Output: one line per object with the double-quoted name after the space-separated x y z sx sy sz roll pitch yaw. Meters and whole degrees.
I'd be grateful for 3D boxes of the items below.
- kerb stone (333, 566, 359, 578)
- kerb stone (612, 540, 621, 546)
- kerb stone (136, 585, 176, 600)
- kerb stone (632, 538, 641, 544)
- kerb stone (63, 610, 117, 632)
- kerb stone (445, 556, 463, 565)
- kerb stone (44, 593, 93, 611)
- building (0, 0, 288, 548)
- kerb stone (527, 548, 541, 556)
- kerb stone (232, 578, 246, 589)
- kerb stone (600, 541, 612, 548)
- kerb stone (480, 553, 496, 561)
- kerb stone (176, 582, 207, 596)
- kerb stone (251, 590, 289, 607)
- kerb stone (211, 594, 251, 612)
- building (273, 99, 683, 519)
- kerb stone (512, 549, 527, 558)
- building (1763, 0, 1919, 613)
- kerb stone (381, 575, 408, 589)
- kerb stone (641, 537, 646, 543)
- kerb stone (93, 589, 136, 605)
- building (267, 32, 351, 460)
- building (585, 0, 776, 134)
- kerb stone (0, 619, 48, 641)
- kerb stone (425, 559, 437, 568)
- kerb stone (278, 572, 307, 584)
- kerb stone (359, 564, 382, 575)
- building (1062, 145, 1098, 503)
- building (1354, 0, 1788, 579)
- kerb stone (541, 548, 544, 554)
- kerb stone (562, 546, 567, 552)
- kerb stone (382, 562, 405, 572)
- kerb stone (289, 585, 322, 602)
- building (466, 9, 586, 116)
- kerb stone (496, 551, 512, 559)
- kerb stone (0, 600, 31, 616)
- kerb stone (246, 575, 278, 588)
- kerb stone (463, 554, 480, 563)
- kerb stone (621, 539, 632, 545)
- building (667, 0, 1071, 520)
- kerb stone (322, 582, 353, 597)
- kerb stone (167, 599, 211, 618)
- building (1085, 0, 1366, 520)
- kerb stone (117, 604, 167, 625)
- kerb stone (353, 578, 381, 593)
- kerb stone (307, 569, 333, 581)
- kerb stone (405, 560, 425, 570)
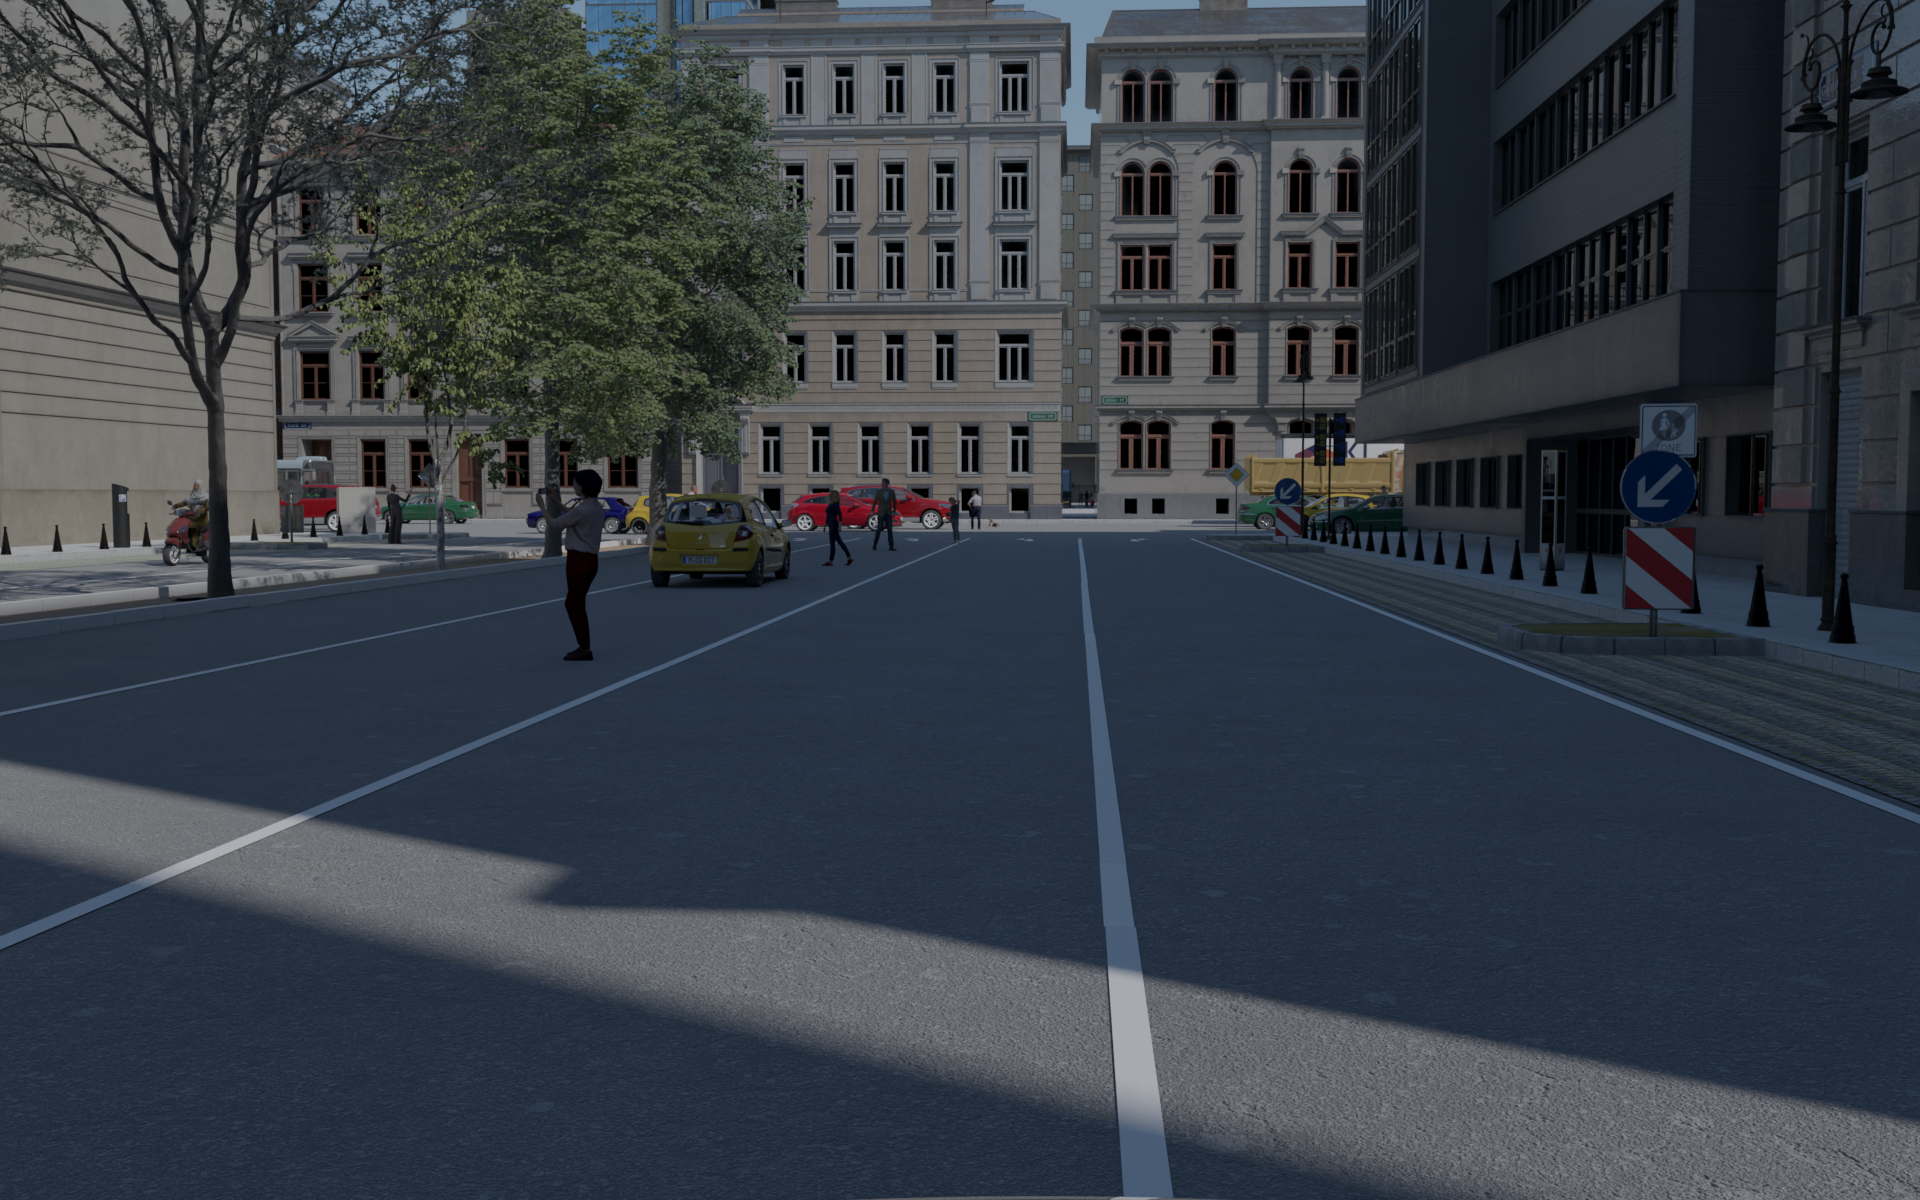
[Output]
-10.657 -0.466 29.814 0.120 0.150 1.000 0 4 4 "kerb stone"
-9.498 -1.533 47.266 0.120 0.150 1.000 0 4 4 "kerb stone"
-11.067 -0.089 23.658 0.120 0.150 1.000 0 4 4 "kerb stone"
-9.349 -1.655 49.331 0.120 0.150 1.000 0 4 4 "kerb stone"
-9.312 0.239 18.392 0.120 0.150 1.000 0 4 4 "kerb stone"
-10.312 -0.780 34.943 0.120 0.150 1.000 0 4 4 "kerb stone"
-11.196 0.036 21.605 0.120 0.150 1.000 0 4 4 "kerb stone"
-36.602 -13.184 48.850 30.059 22.955 16.112 0 4 4 "building"
-9.973 -1.093 40.071 0.120 0.150 1.000 0 4 4 "kerb stone"
-10.934 -0.215 25.711 0.120 0.150 1.000 0 4 4 "kerb stone"
-9.562 -1.469 46.241 0.120 0.150 1.000 0 4 4 "kerb stone"
-10.181 -0.903 36.991 0.120 0.150 1.000 0 4 4 "kerb stone"
-11.003 -0.152 24.682 0.120 0.150 1.000 0 4 4 "kerb stone"
-9.033 -0.013 22.488 0.120 0.150 1.000 0 4 4 "kerb stone"
-9.116 0.045 21.464 0.120 0.150 1.000 0 4 4 "kerb stone"
-24.972 -15.750 93.669 21.152 22.565 11.583 0 4 4 "building"
-10.045 -1.030 39.048 0.120 0.150 1.000 0 4 4 "kerb stone"
15.465 -12.993 9.700 12.463 27.353 25.104 0 4 4 "building"
-8.765 -0.268 26.585 0.120 0.150 1.000 0 4 4 "kerb stone"
-9.286 -1.722 50.355 0.120 0.150 1.000 0 4 4 "kerb stone"
-11.132 -0.027 22.633 0.120 0.150 1.000 0 4 4 "kerb stone"
-45.531 -18.923 95.297 20.117 28.700 13.634 0 4 4 "building"
-23.984 -52.166 165.590 22.319 86.520 31.000 0 4 4 "building"
-9.374 0.295 17.368 0.120 0.150 1.000 0 4 4 "kerb stone"
-10.379 -0.717 33.911 0.120 0.150 1.000 0 4 4 "kerb stone"
-10.786 -0.341 27.764 0.120 0.150 1.000 0 4 4 "kerb stone"
-10.594 -0.529 30.838 0.120 0.150 1.000 0 4 4 "kerb stone"
16.009 -40.960 258.931 27.495 52.752 28.713 0 4 4 "building"
18.060 -13.341 37.200 14.314 24.678 30.058 0 4 4 "building"
-9.895 -1.153 41.109 0.120 0.150 1.000 0 4 4 "kerb stone"
-9.763 -1.282 43.168 0.120 0.150 1.000 0 4 4 "kerb stone"
-10.518 -0.591 31.863 0.120 0.150 1.000 0 4 4 "kerb stone"
-8.973 -0.074 23.512 0.120 0.150 1.000 0 4 4 "kerb stone"
-60.377 -50.206 259.118 20.611 71.187 20.563 0 4 4 "building"
-10.120 -0.968 38.016 0.120 0.150 1.000 0 4 4 "kerb stone"
-11.270 0.099 20.577 0.120 0.150 1.000 0 4 4 "kerb stone"
-10.861 -0.278 26.741 0.120 0.150 1.000 0 4 4 "kerb stone"
-10.244 -0.842 35.967 0.120 0.150 1.000 0 4 4 "kerb stone"
-9.416 -1.596 48.289 0.120 0.150 1.000 0 4 4 "kerb stone"
-4.149 -18.787 93.074 20.117 28.700 13.634 0 4 4 "building"
-8.910 -0.143 24.536 0.120 0.150 1.000 0 4 4 "kerb stone"
-9.174 0.110 20.440 0.120 0.150 1.000 0 4 4 "kerb stone"
18.449 -18.638 92.115 23.554 28.519 14.401 0 4 4 "building"
-9.243 0.170 19.416 0.120 0.150 1.000 0 4 4 "kerb stone"
-8.838 -0.206 25.560 0.120 0.150 1.000 0 4 4 "kerb stone"
-10.731 -0.403 28.789 0.120 0.150 1.000 0 4 4 "kerb stone"
-10.451 -0.653 32.887 0.120 0.150 1.000 0 4 4 "kerb stone"
